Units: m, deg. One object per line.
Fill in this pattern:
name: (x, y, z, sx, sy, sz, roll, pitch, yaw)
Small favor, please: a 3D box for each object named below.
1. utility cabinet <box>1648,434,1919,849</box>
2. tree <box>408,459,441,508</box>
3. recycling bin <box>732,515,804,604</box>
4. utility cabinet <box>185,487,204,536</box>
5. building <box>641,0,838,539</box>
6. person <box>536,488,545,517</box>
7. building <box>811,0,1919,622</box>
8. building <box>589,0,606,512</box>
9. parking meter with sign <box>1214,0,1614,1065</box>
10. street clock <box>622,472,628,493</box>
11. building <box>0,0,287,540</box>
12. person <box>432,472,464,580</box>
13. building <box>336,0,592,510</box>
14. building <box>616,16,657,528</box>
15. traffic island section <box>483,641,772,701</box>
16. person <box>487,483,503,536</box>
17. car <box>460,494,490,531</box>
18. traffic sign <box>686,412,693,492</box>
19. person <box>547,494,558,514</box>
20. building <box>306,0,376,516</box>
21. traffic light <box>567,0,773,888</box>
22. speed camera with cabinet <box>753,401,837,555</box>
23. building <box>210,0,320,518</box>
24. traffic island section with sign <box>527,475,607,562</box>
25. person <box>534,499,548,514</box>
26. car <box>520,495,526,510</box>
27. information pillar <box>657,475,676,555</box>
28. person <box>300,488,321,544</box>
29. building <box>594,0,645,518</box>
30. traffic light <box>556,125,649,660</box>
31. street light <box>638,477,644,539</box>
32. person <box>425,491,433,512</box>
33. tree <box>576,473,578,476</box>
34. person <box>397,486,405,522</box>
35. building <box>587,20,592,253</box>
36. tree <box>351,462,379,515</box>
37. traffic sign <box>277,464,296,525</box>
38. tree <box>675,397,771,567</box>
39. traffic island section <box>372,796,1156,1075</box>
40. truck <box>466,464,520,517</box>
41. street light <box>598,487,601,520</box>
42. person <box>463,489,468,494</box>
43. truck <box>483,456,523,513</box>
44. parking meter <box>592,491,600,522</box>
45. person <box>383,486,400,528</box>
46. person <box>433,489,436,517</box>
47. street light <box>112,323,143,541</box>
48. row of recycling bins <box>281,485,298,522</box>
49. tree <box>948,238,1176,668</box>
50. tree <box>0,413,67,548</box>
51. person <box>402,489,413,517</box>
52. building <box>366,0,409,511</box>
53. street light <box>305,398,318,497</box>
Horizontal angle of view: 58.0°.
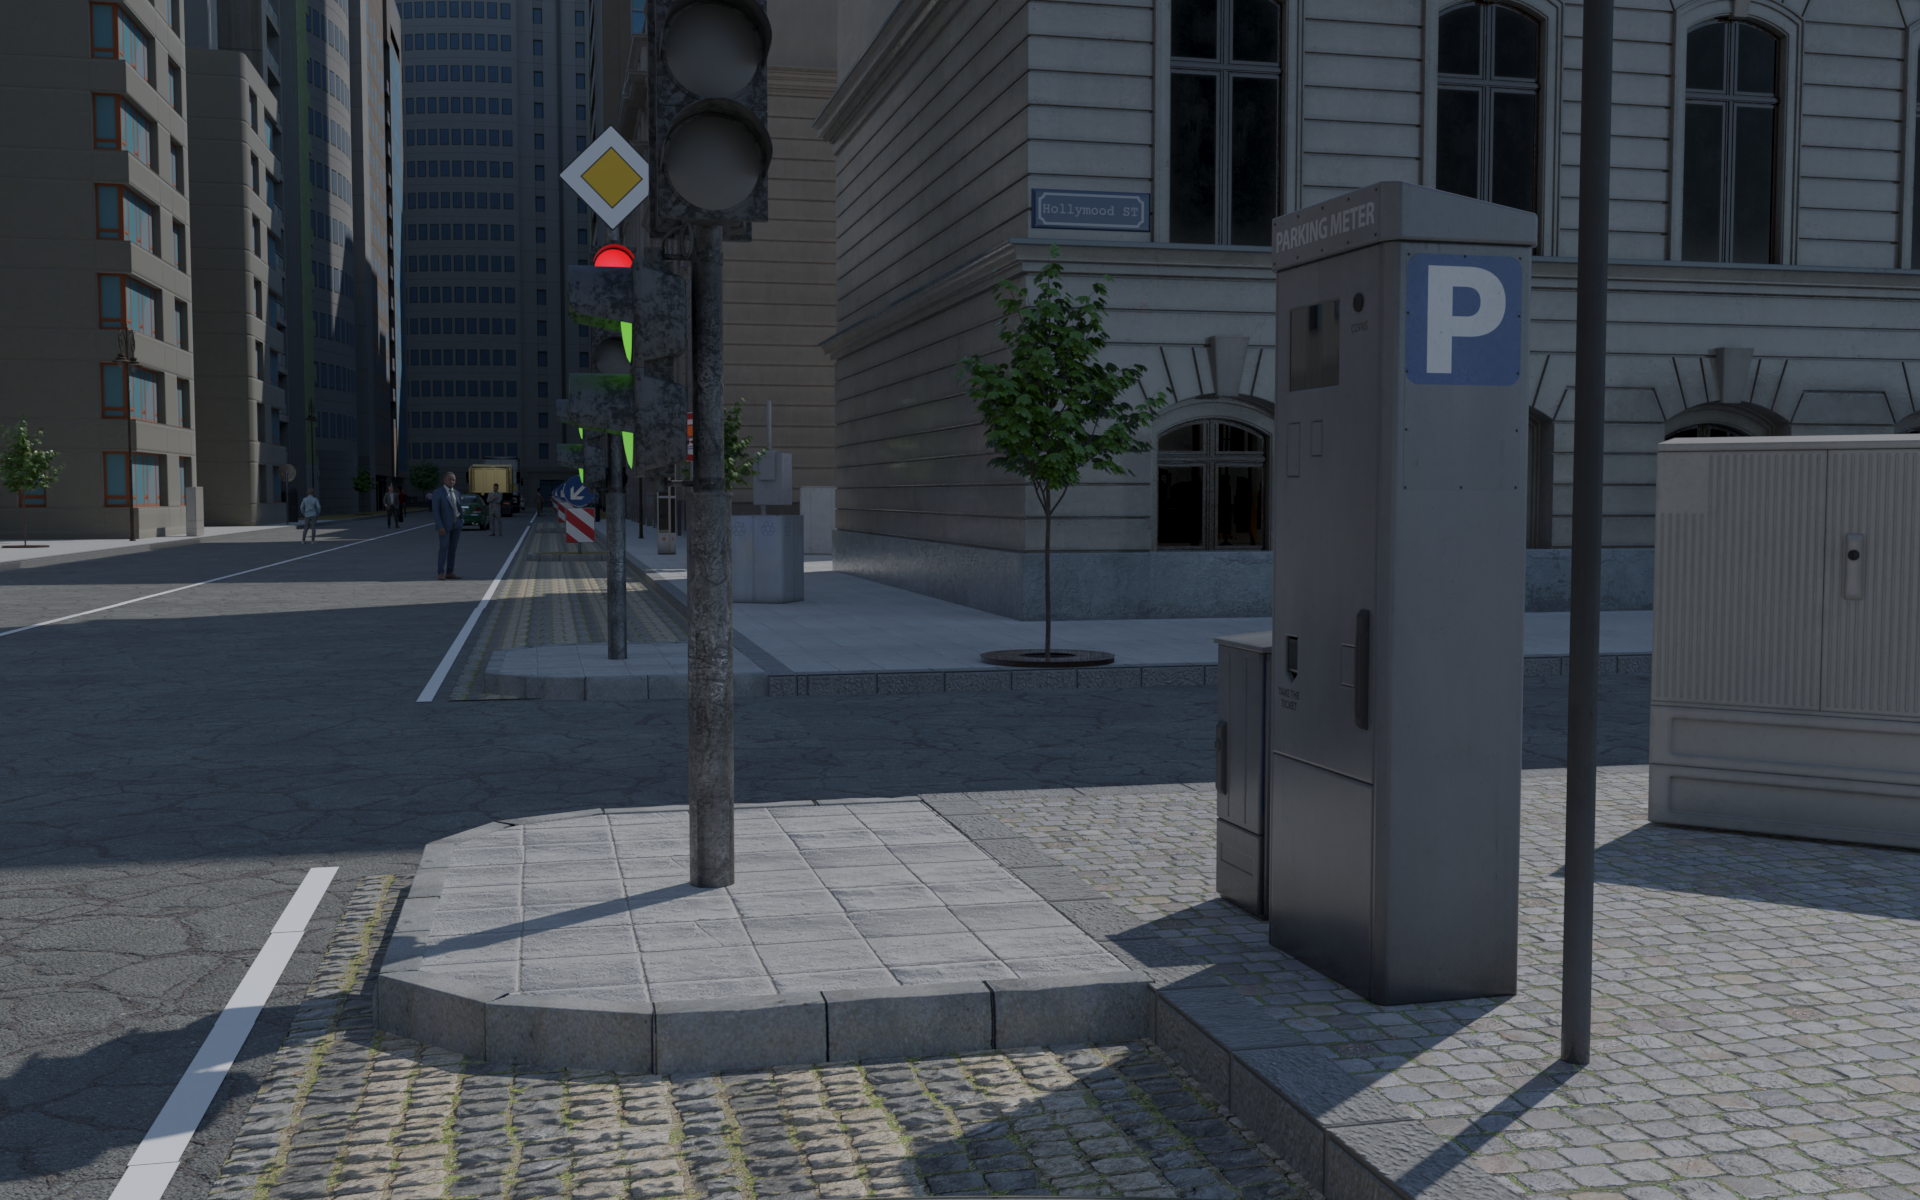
utility cabinet: (3.212, 0.138, 6.415, 1.173, 1.500, 0.318, 2, 4, 34)
tree: (-49.263, -10.744, 159.375, 4.285, 4.588, 4.351, 0, 3, 0)
recycling bin: (-2.310, -0.492, 20.606, 0.722, 1.027, 0.722, 1, 4, 17)
utility cabinet: (-23.314, -2.694, 52.733, 0.318, 1.500, 1.173, -1, 4, -14)
building: (-2.982, -15.626, 52.744, 12.463, 27.353, 25.104, -1, 4, -13)
person: (-26.632, -6.189, 109.698, 0.705, 1.824, 1.348, -2, 4, -32)
building: (15.907, -12.630, 25.581, 34.723, 24.649, 14.460, -1, 4, -13)
building: (-18.134, -31.428, 137.546, 21.300, 48.544, 21.600, -1, 4, -13)
parking meter with sign: (1.177, -0.512, 4.626, 0.543, 3.016, 1.738, -1, 4, -15)
street clock: (-10.991, -3.152, 56.103, 0.358, 2.002, 0.471, 2, 4, 30)
building: (-40.119, -13.112, 59.423, 27.650, 21.520, 28.899, -1, 4, -13)
person: (-8.623, -1.251, 29.143, 0.419, 1.800, 0.721, 2, 4, 26)
building: (-47.009, -38.845, 177.109, 28.212, 58.520, 21.231, -1, 4, -13)
building: (-8.451, -14.375, 76.830, 13.314, 21.916, 24.055, -1, 4, -13)
traffic island section: (-2.642, 0.538, 13.481, 2.009, 0.180, 2.903, -1, 4, -13)
person: (-15.870, -3.083, 59.083, 0.511, 1.800, 0.466, 0, 4, -7)
car: (-19.804, -3.511, 69.202, 2.131, 1.459, 4.920, -1, 4, -12)
traffic sign: (-4.170, -1.647, 27.032, 0.768, 2.556, 0.104, -1, 4, -9)
person: (-29.172, -6.894, 124.400, 0.628, 1.438, 0.799, 2, 4, 30)
building: (-49.211, -34.590, 107.544, 21.231, 58.520, 28.212, -1, 4, -13)
traffic light: (-0.835, -1.019, 5.588, 0.839, 4.253, 0.868, -1, 4, -13)
speed camera with cabinet: (-3.329, -2.590, 36.684, 2.038, 3.252, 0.660, 1, 4, 17)
building: (-41.383, -24.748, 88.231, 14.154, 41.232, 14.086, -1, 4, -13)
traffic island section with sign: (-8.337, -1.761, 37.415, 1.989, 1.847, 2.006, -1, 4, -13)
person: (-30.604, -7.007, 126.323, 1.065, 1.426, 0.557, -1, 4, -10)
car: (-39.945, -8.735, 155.184, 2.083, 1.381, 4.827, -1, 4, -15)
information pillar: (-6.213, -1.968, 36.662, 0.304, 2.012, 0.304, 1, 4, 16)
person: (-18.670, -2.417, 49.823, 0.589, 1.601, 0.330, 0, 4, 2)
building: (-13.546, -27.441, 98.771, 14.600, 45.320, 14.200, -1, 4, -13)
traffic light: (-2.684, -1.495, 13.357, 0.839, 4.253, 0.868, -1, 4, -13)
street light: (-9.200, -4.710, 49.798, 0.468, 5.910, 1.993, -1, 4, -13)
person: (-41.949, -7.799, 136.945, 0.756, 1.711, 0.436, -3, 4, -36)
tree: (-34.960, -10.014, 158.328, 1.663, 3.219, 1.824, 0, 3, 0)
person: (-28.393, -4.846, 87.688, 0.705, 1.831, 1.348, 0, 4, 6)
building: (-25.892, -28.814, 154.703, 14.154, 41.232, 14.086, -1, 4, -13)
tree: (-36.361, -6.807, 105.900, 1.663, 3.219, 1.824, 0, 3, 0)
traffic sign: (-28.194, -4.431, 72.555, 0.768, 2.556, 0.104, -1, 4, -10)
tree: (-4.048, -2.145, 29.669, 1.663, 3.219, 1.824, 0, 3, 0)
traffic island section: (-0.794, 1.013, 5.712, 2.009, 0.180, 2.903, -1, 4, -13)
truck: (-29.918, -7.025, 110.777, 3.469, 3.379, 9.791, -1, 4, -14)
street light: (-17.912, -6.911, 85.783, 0.468, 5.910, 1.993, -1, 4, -13)
person: (-40.061, -8.053, 140.263, 1.348, 1.812, 0.705, 0, 4, -1)
truck: (-35.453, -8.900, 134.431, 2.839, 4.237, 11.283, -1, 4, -13)
parking meter: (-16.741, -4.354, 79.591, 0.372, 1.533, 0.369, 0, 3, 0)
person: (-23.833, -3.903, 72.712, 0.661, 1.777, 0.834, -3, 5, -40)
person: (-32.669, -6.080, 108.437, 0.750, 1.759, 0.617, 1, 4, 10)
street light: (-22.572, -4.543, 47.071, 0.468, 5.910, 1.993, -1, 4, -13)
row of recycling bins: (-31.853, -4.362, 78.437, 3.534, 1.692, 1.069, -1, 4, -16)
tree: (0.808, -1.137, 13.189, 1.663, 3.219, 1.824, 0, 3, 0)
tree: (-22.306, -2.855, 41.283, 1.663, 3.219, 1.824, 0, 3, 0)
person: (-35.078, -6.117, 109.038, 1.217, 1.766, 0.721, -1, 4, -11)
building: (-54.986, -30.371, 146.677, 14.200, 45.320, 14.600, -1, 4, -13)
street light: (-31.130, -6.758, 83.280, 0.468, 5.910, 1.993, -1, 4, -13)
